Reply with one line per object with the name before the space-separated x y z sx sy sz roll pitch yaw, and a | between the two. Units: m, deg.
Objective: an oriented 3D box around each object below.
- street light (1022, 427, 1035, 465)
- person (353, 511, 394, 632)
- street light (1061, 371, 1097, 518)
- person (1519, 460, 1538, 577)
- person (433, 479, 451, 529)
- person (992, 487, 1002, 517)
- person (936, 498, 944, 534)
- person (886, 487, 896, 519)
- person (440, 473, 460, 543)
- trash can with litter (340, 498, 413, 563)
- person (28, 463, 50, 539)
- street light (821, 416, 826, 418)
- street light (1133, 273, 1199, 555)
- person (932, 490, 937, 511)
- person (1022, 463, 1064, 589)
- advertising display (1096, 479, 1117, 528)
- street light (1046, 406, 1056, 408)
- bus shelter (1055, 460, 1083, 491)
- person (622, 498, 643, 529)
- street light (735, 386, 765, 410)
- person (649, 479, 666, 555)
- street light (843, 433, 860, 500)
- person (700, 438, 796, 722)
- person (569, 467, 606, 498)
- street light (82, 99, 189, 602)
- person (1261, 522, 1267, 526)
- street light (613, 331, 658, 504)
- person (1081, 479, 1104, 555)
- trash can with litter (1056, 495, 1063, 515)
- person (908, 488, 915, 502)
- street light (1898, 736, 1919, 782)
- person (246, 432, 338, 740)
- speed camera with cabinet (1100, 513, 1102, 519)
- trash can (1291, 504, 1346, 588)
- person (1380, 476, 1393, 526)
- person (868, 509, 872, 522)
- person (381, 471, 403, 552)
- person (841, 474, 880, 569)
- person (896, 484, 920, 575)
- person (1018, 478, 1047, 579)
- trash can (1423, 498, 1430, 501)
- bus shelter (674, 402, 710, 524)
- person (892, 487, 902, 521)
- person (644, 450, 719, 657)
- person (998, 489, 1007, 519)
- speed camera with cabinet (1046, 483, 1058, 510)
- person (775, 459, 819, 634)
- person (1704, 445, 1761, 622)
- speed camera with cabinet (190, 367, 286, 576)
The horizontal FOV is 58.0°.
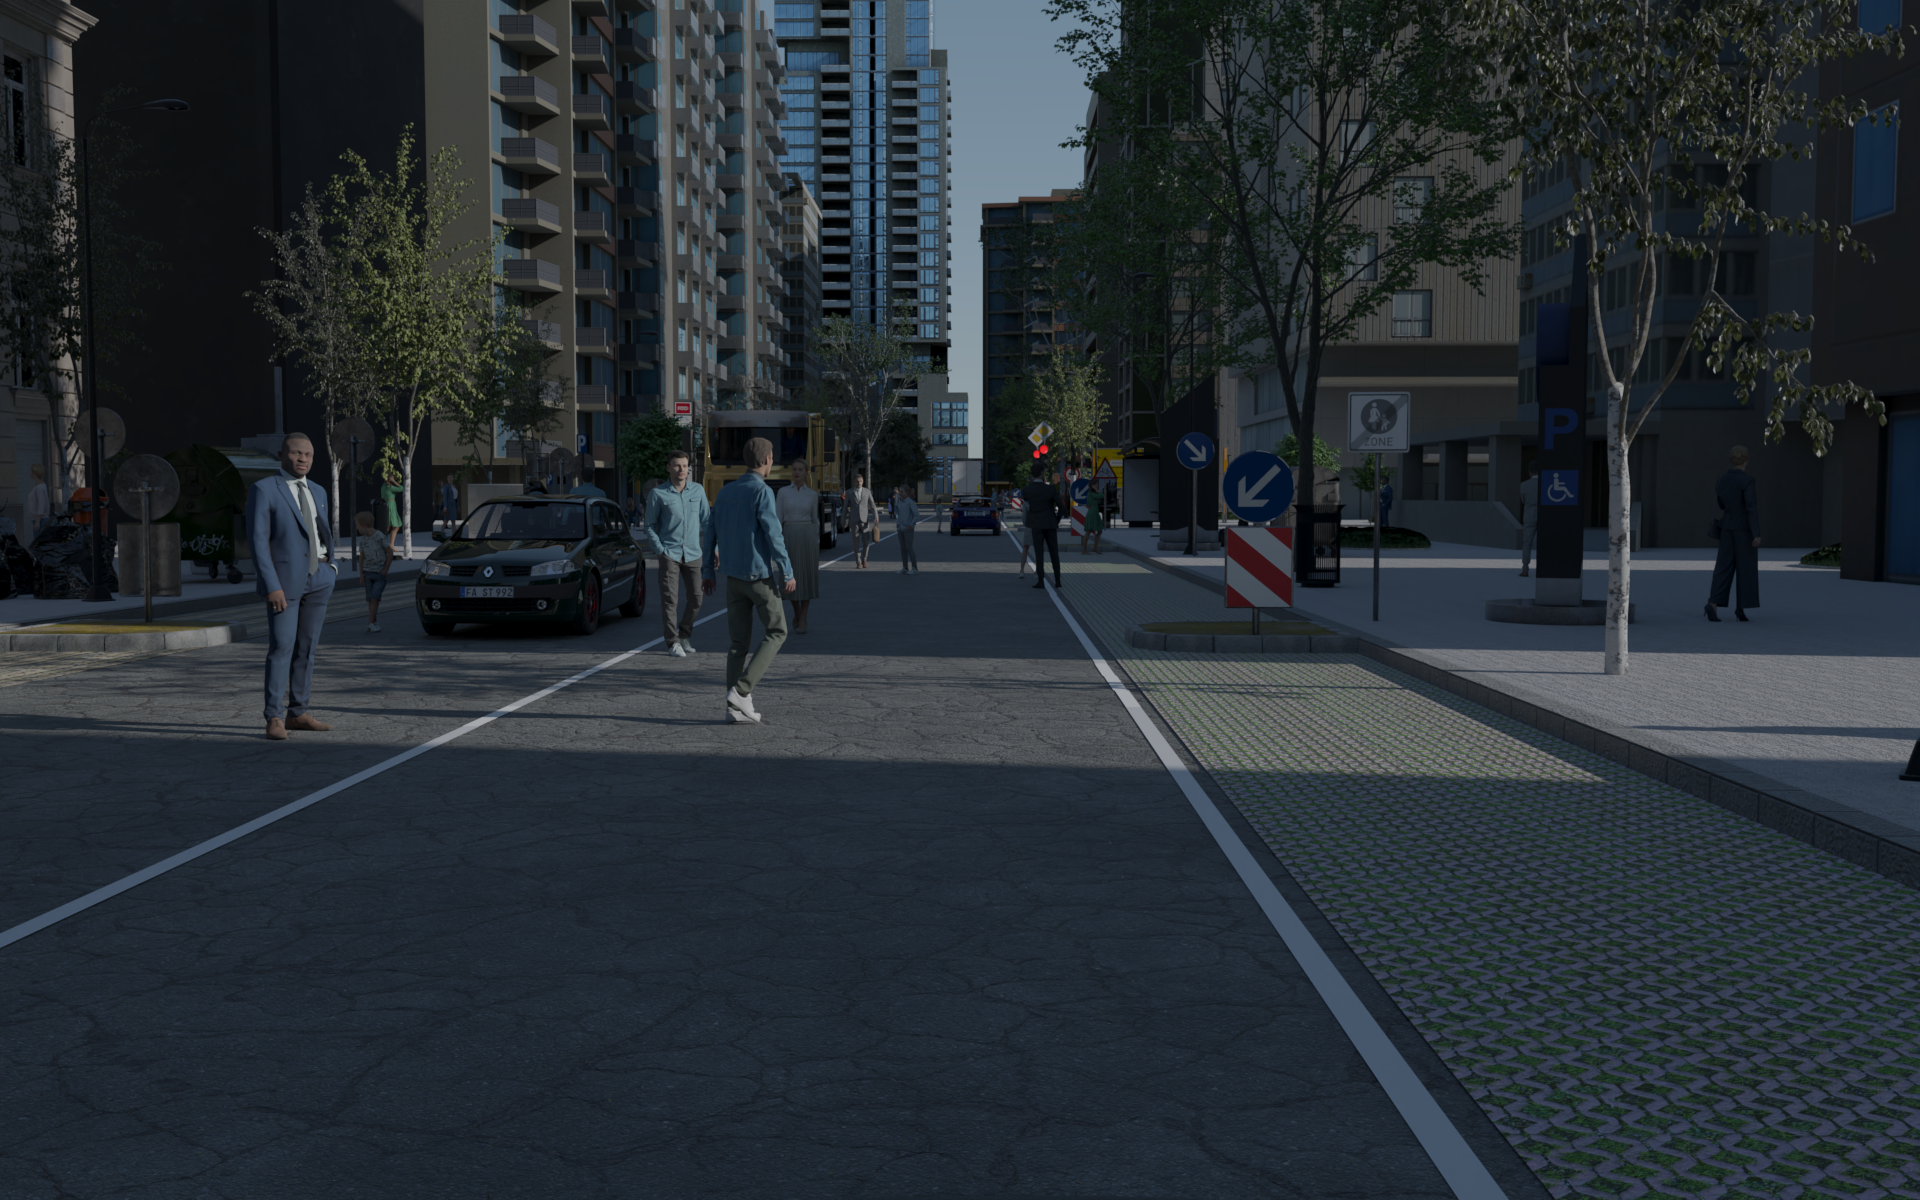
street light | 5.228 -9.038 120.311 1.470 5.913 1.316 0 4 1
person | -6.104 -0.297 18.043 0.352 1.250 0.332 -3 5 -42
street light | 4.630 -5.701 65.757 1.470 5.913 1.316 0 4 1
person | 8.959 -1.266 26.916 0.511 1.800 0.466 1 4 11
person | -19.167 -3.534 63.728 0.836 1.842 0.656 0 4 5
person | 2.062 -5.716 101.812 0.748 1.841 0.638 1 4 17
person | -0.721 -3.064 62.873 0.394 1.301 0.425 -3 5 -41
person | -3.852 -5.667 100.936 0.659 1.850 0.755 3 5 44
person | -13.270 -2.382 45.015 0.654 1.822 0.581 3 4 36
trash can with litter | -11.394 -1.359 33.272 1.678 1.210 2.233 0 4 3
person | -13.702 -1.183 26.063 0.598 1.740 0.731 -3 4 -36
street light | -8.694 -8.000 103.333 1.470 5.913 1.316 0 4 1
street light | 4.335 -3.911 36.485 1.470 5.913 1.316 0 4 1
person | -2.202 -8.485 147.506 0.520 1.790 0.573 3 5 44
person | 1.258 -1.133 26.393 0.648 1.900 0.474 0 4 -6
advertising display | 5.464 -3.632 64.601 0.974 1.923 0.123 -3 4 -38
street light | 5.050 -7.258 91.206 1.470 5.913 1.316 0 4 1
bus shelter | 7.661 -7.943 121.147 1.731 3.624 6.357 0 4 1
person | -11.906 -3.150 63.050 1.012 1.151 0.738 0 4 6
street light | -9.085 -6.235 74.490 1.470 5.913 1.316 0 4 1
person | -7.032 -1.934 40.464 0.374 1.781 0.599 -2 4 -26
street light | -8.330 -9.764 132.177 1.470 5.913 1.316 0 4 1
person | -1.338 -0.121 10.823 0.601 1.785 0.444 3 5 44
person | -5.434 -1.016 25.128 0.660 1.820 0.620 -2 4 -24
street light | -9.775 -2.936 20.553 1.470 5.913 1.316 0 4 1
person | 6.484 -1.906 37.092 0.514 1.842 0.818 2 4 32
street light | -9.305 -4.706 49.484 1.470 5.913 1.316 0 4 1
person | 3.114 -1.958 40.760 0.529 1.795 0.600 0 4 -3
trash can with litter | 6.243 -5.858 106.829 1.678 1.210 2.233 -1 4 -9
person | -3.270 -6.615 116.631 0.573 1.828 0.580 3 5 43
street light | 3.857 -2.147 7.642 1.470 5.913 1.316 0 4 1
person | -4.021 -0.106 10.415 0.419 1.800 0.721 1 4 19
speed camera with cabinet | 6.181 -5.127 78.163 0.660 3.252 2.038 0 4 -3
trash can | 4.936 -0.747 23.862 0.748 1.137 0.748 0 3 0
person | 12.406 -2.717 50.644 0.419 1.800 0.721 -1 4 -16
person | -4.723 -4.453 86.805 0.738 1.151 1.012 -2 4 -27
person | -12.467 -1.925 37.771 0.600 1.795 0.529 3 5 44
person | -1.915 -1.510 33.312 0.709 1.813 0.853 -1 4 -14
person | -0.972 -1.264 30.977 0.330 1.601 0.589 -2 4 -31
person | 1.263 -1.215 29.376 0.512 1.701 0.522 0 4 -7
trash can | 17.354 -3.279 65.262 0.748 1.137 0.748 0 3 0
bus shelter | -11.284 -6.136 77.958 2.179 5.291 8.768 0 4 1
person | -3.158 -4.825 87.740 0.623 1.781 0.721 1 4 13
person | -2.508 -0.427 15.503 0.660 1.820 0.620 -2 4 -34
person | 2.337 -5.393 97.508 0.643 1.720 0.563 3 5 43
speed camera with cabinet | 6.797 -8.392 131.539 0.660 3.252 2.038 -3 4 -36
person | -1.686 -0.567 17.999 0.478 1.798 0.641 0 4 3
person | 7.781 -0.666 17.360 0.534 1.772 0.576 -3 5 -44
speed camera with cabinet | -11.289 -2.011 27.219 2.038 3.252 0.660 2 4 32
